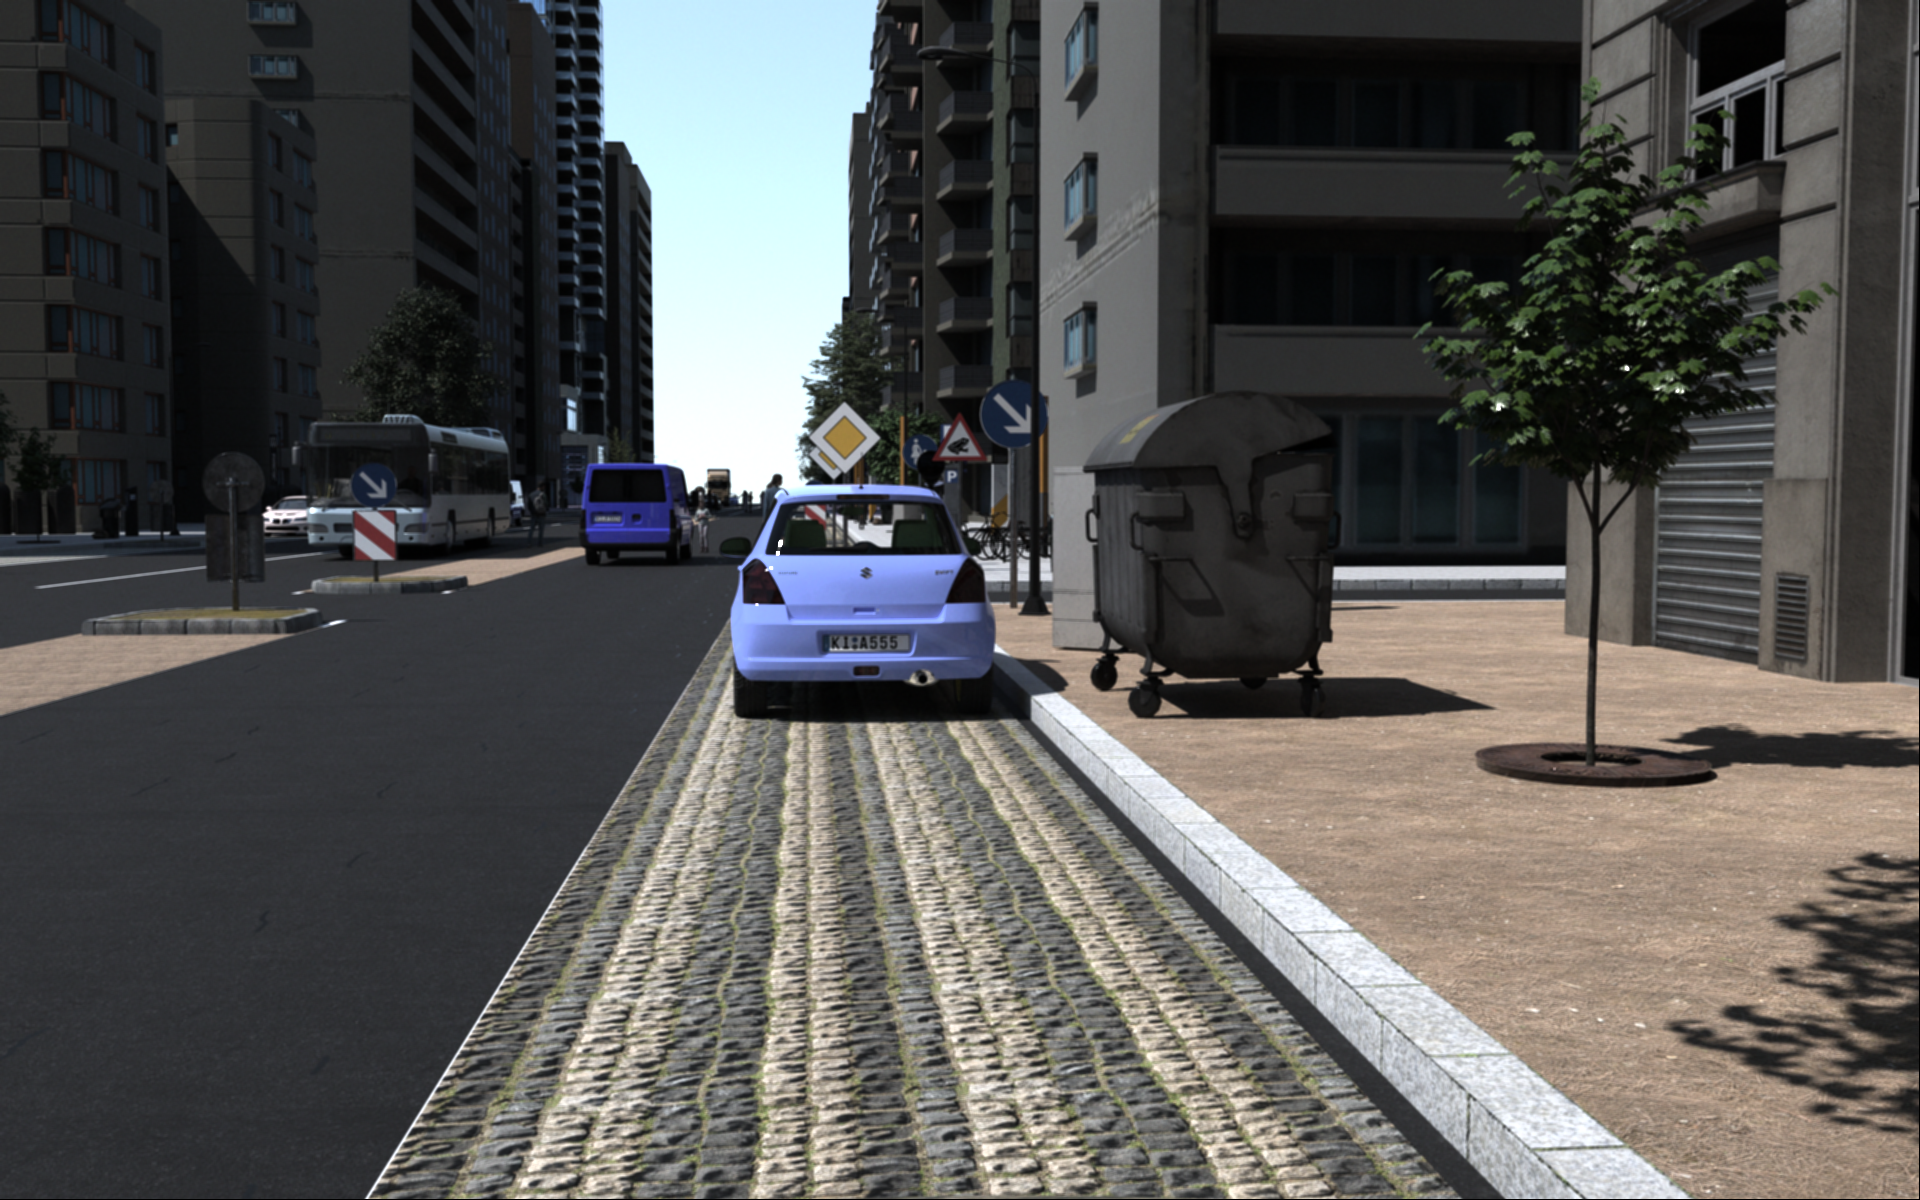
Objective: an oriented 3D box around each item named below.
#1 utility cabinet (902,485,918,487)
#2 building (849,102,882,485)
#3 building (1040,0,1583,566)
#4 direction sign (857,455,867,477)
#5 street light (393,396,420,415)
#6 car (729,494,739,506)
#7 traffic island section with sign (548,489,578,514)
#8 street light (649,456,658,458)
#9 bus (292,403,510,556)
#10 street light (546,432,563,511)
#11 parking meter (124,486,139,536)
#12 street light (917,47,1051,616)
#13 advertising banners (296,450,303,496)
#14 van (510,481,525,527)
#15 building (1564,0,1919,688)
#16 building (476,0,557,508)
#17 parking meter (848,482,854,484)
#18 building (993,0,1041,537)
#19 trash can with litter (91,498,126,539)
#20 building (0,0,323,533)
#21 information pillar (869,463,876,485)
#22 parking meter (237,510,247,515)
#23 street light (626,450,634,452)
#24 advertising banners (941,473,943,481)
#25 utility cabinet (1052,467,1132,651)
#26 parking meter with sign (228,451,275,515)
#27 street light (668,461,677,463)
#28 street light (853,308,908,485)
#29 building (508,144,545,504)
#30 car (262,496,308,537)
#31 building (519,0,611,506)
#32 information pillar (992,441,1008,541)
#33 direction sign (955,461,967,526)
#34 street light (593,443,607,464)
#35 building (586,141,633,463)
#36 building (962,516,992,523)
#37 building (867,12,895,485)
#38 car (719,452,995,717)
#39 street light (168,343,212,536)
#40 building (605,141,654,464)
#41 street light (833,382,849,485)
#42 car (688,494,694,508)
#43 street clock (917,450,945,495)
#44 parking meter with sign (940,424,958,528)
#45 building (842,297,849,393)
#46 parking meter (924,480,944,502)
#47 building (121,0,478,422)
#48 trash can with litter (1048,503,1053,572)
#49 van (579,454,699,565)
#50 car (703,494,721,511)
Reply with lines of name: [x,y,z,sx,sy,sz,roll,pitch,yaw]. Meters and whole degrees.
utility cabinet: [-1.283,-2.036,41.970,0.318,1.500,1.173,1,4,20]
building: [-2.615,-35.952,211.516,21.300,48.544,21.600,0,4,-5]
building: [12.867,-25.432,39.513,21.600,48.544,21.300,0,4,-5]
direction sign: [-4.577,-5.366,79.728,0.379,3.537,0.876,3,4,36]
street light: [-26.184,-6.688,81.896,1.470,5.913,1.316,0,4,-5]
car: [-27.807,-12.298,210.661,1.945,1.707,3.694,0,4,-7]
traffic island section with sign: [-28.488,-7.082,124.415,1.989,1.847,2.006,0,4,-5]
street light: [-37.755,-14.682,212.595,1.470,5.913,1.316,0,4,-5]
bus: [-13.375,-2.930,42.767,2.948,3.499,13.247,0,4,-6]
street light: [-30.366,-9.607,129.621,1.470,5.913,1.316,0,4,-5]
parking meter: [-25.231,-2.711,52.732,0.372,1.533,0.369,0,3,0]
street light: [0.255,-2.793,18.210,1.470,5.913,1.316,0,4,-5]
advertising banners: [-25.261,-4.284,66.224,0.090,3.025,2.074,-2,4,-26]
van: [-20.496,-4.399,76.301,2.240,2.365,5.245,0,4,-7]
building: [14.021,-10.298,1.659,16.112,22.955,30.059,0,4,-5]
building: [-44.222,-30.945,156.065,14.600,45.320,14.200,0,4,-5]
parking meter: [-5.390,-4.896,85.754,0.255,1.863,0.399,-2,4,-28]
building: [7.869,-17.510,57.991,14.160,30.474,14.107,0,4,-5]
trash can with litter: [-24.419,-2.340,49.643,0.624,1.170,1.055,0,4,-1]
building: [-43.965,-13.733,69.568,27.650,21.520,28.899,0,4,-5]
information pillar: [-3.920,-5.278,77.654,0.183,3.616,0.504,2,4,30]
parking meter: [-28.388,-3.834,68.404,0.255,1.863,0.399,1,4,10]
street light: [-35.194,-12.927,183.903,1.470,5.913,1.316,0,4,-5]
advertising banners: [-0.600,-3.321,50.485,0.090,3.025,2.074,0,4,6]
utility cabinet: [1.344,-0.331,14.083,1.173,1.500,0.318,2,4,31]
parking meter with sign: [-28.828,-4.543,70.537,1.738,3.016,0.543,-2,4,-28]
street light: [-40.286,-16.500,242.309,1.470,5.913,1.316,0,4,-5]
street light: [-1.904,-4.336,43.434,1.470,5.913,1.316,0,4,-5]
building: [-42.476,-22.668,142.320,14.160,30.474,14.107,0,4,-5]
car: [-22.526,-2.873,59.341,2.083,1.381,4.827,0,4,-5]
building: [-51.448,-54.168,198.311,22.319,86.520,31.000,0,4,-5]
information pillar: [1.089,-3.459,47.912,0.504,3.616,0.183,-2,4,-29]
direction sign: [0.041,-4.767,69.944,0.379,3.537,0.876,2,4,34]
street light: [-32.957,-11.365,158.356,1.470,5.913,1.316,0,4,-5]
building: [-49.907,-34.999,222.348,14.600,45.320,14.200,0,4,-5]
building: [7.201,-26.498,87.864,22.147,44.769,28.867,0,4,-5]
building: [3.083,-33.053,160.022,23.786,49.044,30.456,0,4,-5]
car: [-0.764,-0.175,12.454,1.945,1.707,3.694,0,4,-6]
street light: [-23.708,-4.943,53.353,1.470,5.913,1.316,0,4,-5]
building: [-54.366,-37.730,240.593,21.300,48.544,21.600,0,4,-5]
street light: [-4.574,-6.094,72.173,1.470,5.913,1.316,0,4,-5]
car: [-24.560,-9.093,160.465,2.131,1.459,4.920,0,4,-6]
street clock: [-0.483,-1.484,28.836,0.471,2.002,0.358,0,4,-2]
parking meter with sign: [-0.221,-2.823,42.416,0.543,3.016,1.738,0,3,0]
building: [-10.265,-29.457,253.329,14.160,30.474,14.107,0,4,-5]
parking meter: [-0.469,-1.401,31.325,0.372,1.533,0.369,0,3,0]
building: [-43.016,-29.659,108.628,21.300,48.544,21.600,0,4,-5]
trash can with litter: [1.947,-1.027,28.177,1.055,1.170,0.624,0,4,6]
van: [-6.779,-1.982,36.787,2.240,2.365,5.245,0,4,-5]
car: [-21.777,-8.620,150.727,2.009,1.686,4.222,0,4,-4]
